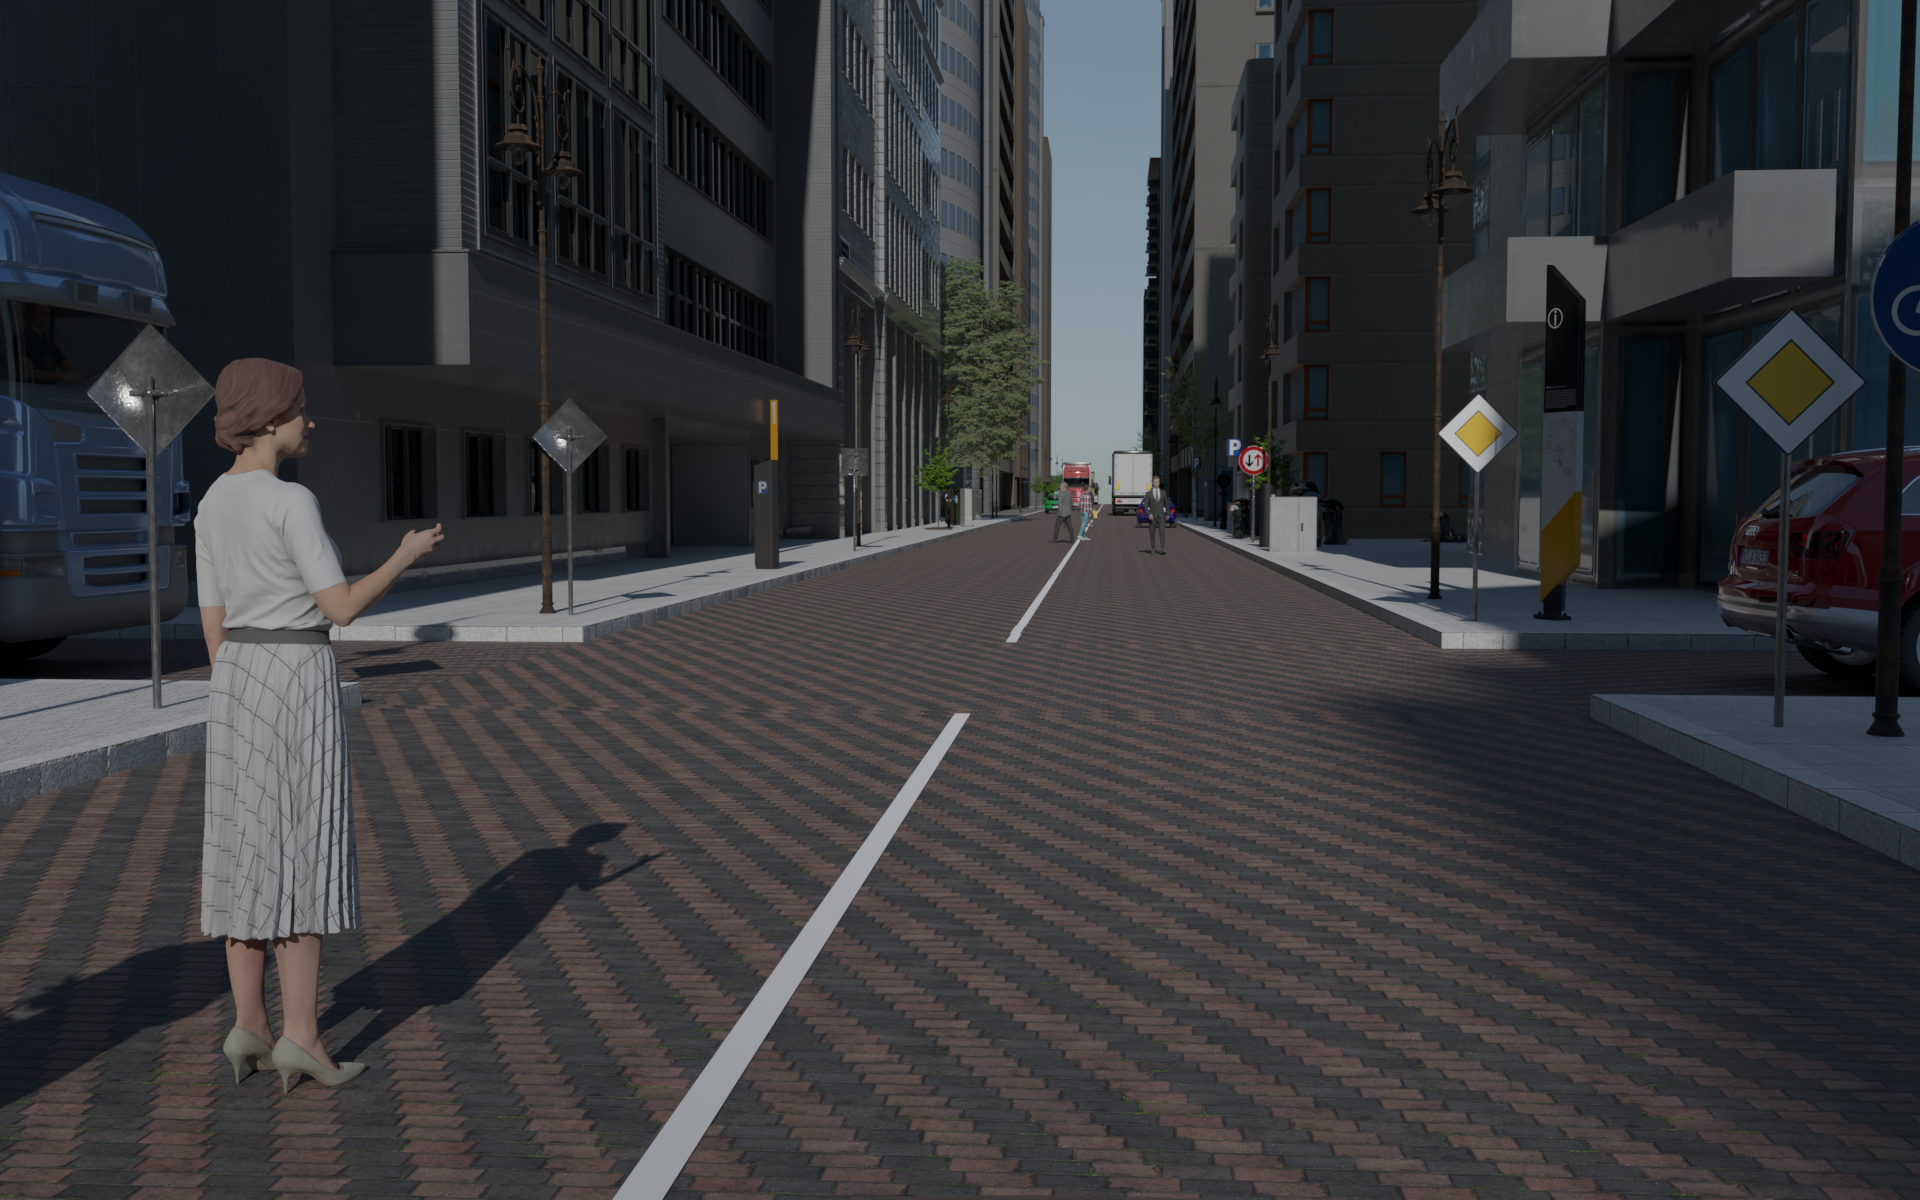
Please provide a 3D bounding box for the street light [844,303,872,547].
[{"bbox_3d":[-2.468,-4.232,41.973,0.468,5.910,1.993,0,4,5],"label":"street light"}]

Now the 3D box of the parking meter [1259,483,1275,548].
[{"bbox_3d":[7.378,-2.029,41.587,0.372,1.533,0.369,0,3,0],"label":"parking meter"}]

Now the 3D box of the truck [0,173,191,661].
[{"bbox_3d":[-15.272,-1.497,14.239,18.799,4.110,2.967,0,4,4],"label":"truck"}]

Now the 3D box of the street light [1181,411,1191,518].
[{"bbox_3d":[12.481,-7.550,96.237,0.468,5.910,1.993,0,4,5],"label":"street light"}]

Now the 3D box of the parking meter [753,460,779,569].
[{"bbox_3d":[-3.310,-1.460,29.581,0.399,1.863,0.255,2,4,28],"label":"parking meter"}]

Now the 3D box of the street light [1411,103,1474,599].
[{"bbox_3d":[5.809,-2.950,21.019,0.468,5.910,1.993,0,4,5],"label":"street light"}]

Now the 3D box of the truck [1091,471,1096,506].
[{"bbox_3d":[15.382,-13.799,214.524,2.839,4.237,11.283,0,4,3],"label":"truck"}]

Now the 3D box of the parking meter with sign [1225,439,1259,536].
[{"bbox_3d":[8.946,-3.528,53.949,0.543,3.016,1.738,-1,4,-21],"label":"parking meter with sign"}]

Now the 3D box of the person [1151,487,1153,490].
[{"bbox_3d":[9.964,-4.924,89.341,0.374,1.781,0.599,1,4,13],"label":"person"}]

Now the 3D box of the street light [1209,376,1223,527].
[{"bbox_3d":[10.039,-5.825,68.024,0.468,5.910,1.993,0,4,5],"label":"street light"}]

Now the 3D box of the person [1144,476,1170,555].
[{"bbox_3d":[4.668,-1.993,40.856,0.659,1.850,0.755,0,4,-3],"label":"person"}]

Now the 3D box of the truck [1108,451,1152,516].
[{"bbox_3d":[11.528,-7.837,117.041,2.839,4.237,11.283,0,4,4],"label":"truck"}]

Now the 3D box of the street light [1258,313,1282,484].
[{"bbox_3d":[7.950,-4.387,44.519,0.468,5.910,1.993,0,4,5],"label":"street light"}]

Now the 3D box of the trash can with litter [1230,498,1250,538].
[{"bbox_3d":[8.153,-2.415,50.876,0.624,1.170,1.055,0,4,-1],"label":"trash can with litter"}]

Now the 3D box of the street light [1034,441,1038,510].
[{"bbox_3d":[6.267,-10.384,142.560,0.468,5.910,1.993,0,4,5],"label":"street light"}]

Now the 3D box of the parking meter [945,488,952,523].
[{"bbox_3d":[-0.481,-4.132,75.977,0.372,1.533,0.369,0,3,0],"label":"parking meter"}]

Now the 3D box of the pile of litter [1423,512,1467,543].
[{"bbox_3d":[13.047,-1.983,46.379,1.176,0.858,1.719,-1,4,-10],"label":"pile of litter"}]

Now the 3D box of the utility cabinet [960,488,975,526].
[{"bbox_3d":[0.256,-3.680,68.852,0.318,1.500,1.173,-1,4,-8],"label":"utility cabinet"}]

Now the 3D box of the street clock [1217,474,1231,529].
[{"bbox_3d":[9.574,-3.567,62.883,0.471,2.002,0.358,3,4,38],"label":"street clock"}]

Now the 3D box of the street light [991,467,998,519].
[{"bbox_3d":[2.003,-7.459,94.745,0.468,5.910,1.993,0,4,5],"label":"street light"}]

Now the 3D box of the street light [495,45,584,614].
[{"bbox_3d":[-4.436,-2.793,18.458,0.468,5.910,1.993,0,4,5],"label":"street light"}]

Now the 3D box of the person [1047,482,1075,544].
[{"bbox_3d":[2.965,-2.537,50.371,0.834,1.777,0.661,2,4,34],"label":"person"}]

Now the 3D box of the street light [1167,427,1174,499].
[{"bbox_3d":[14.545,-8.996,119.866,0.468,5.910,1.993,0,4,5],"label":"street light"}]

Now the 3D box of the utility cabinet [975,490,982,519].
[{"bbox_3d":[0.623,-4.798,87.122,0.318,1.500,1.173,-2,4,-34],"label":"utility cabinet"}]

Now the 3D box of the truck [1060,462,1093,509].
[{"bbox_3d":[10.479,-10.160,155.030,2.839,4.237,11.283,0,4,4],"label":"truck"}]

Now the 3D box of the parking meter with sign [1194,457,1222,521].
[{"bbox_3d":[12.007,-5.265,82.341,1.738,3.016,0.543,-1,4,-21],"label":"parking meter with sign"}]

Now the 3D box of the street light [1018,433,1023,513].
[{"bbox_3d":[4.156,-8.935,118.879,0.468,5.910,1.993,0,4,5],"label":"street light"}]

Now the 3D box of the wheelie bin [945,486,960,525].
[{"bbox_3d":[-0.185,-3.881,71.360,0.693,1.594,0.980,-1,4,-23],"label":"wheelie bin"}]

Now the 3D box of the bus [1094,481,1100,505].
[{"bbox_3d":[17.816,-14.915,238.712,2.948,3.499,13.247,0,4,5],"label":"bus"}]

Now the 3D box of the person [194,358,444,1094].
[{"bbox_3d":[-1.592,0.295,4.249,0.480,1.755,0.524,2,4,30],"label":"person"}]

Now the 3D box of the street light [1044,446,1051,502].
[{"bbox_3d":[8.203,-11.832,166.242,0.468,5.910,1.993,0,4,5],"label":"street light"}]

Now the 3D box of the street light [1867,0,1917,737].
[{"bbox_3d":[4.928,-2.217,9.043,0.468,5.910,1.993,0,4,5],"label":"street light"}]

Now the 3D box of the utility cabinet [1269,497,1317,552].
[{"bbox_3d":[7.377,-1.665,38.378,1.020,1.237,0.306,0,4,8],"label":"utility cabinet"}]

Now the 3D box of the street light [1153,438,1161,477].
[{"bbox_3d":[16.430,-10.434,143.388,0.468,5.910,1.993,0,4,5],"label":"street light"}]

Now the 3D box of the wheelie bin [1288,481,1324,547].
[{"bbox_3d":[8.342,-2.075,41.838,0.693,1.594,0.980,-3,5,-39],"label":"wheelie bin"}]

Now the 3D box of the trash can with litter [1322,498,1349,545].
[{"bbox_3d":[9.495,-1.997,44.032,0.624,1.170,1.055,2,4,30],"label":"trash can with litter"}]

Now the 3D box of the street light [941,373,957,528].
[{"bbox_3d":[-0.424,-5.708,66.111,0.468,5.910,1.993,0,4,5],"label":"street light"}]

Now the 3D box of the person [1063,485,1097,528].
[{"bbox_3d":[5.117,-3.980,73.790,1.509,1.804,0.699,-1,4,-8],"label":"person"}]

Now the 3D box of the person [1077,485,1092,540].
[{"bbox_3d":[3.853,-2.713,53.689,0.643,1.720,0.563,-2,4,-24],"label":"person"}]
